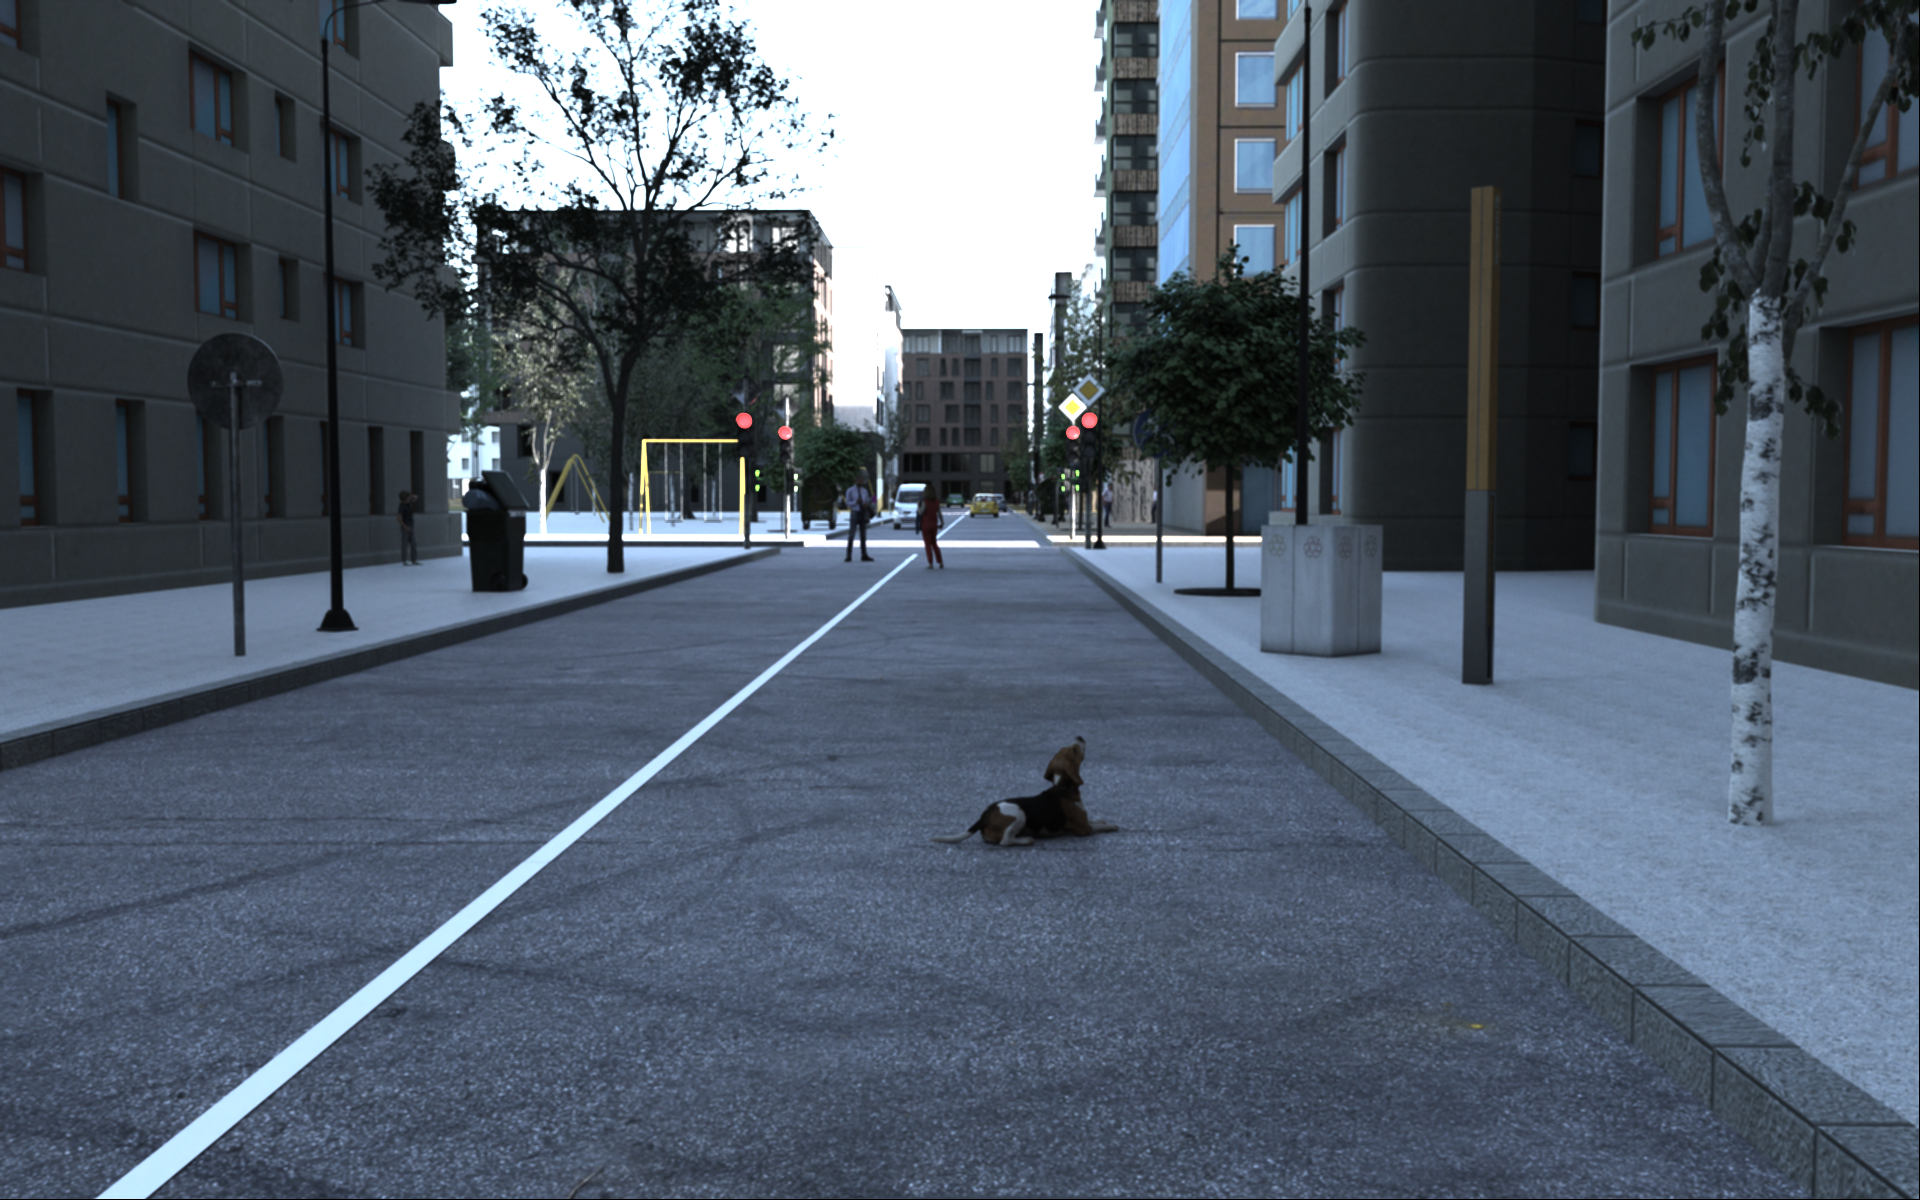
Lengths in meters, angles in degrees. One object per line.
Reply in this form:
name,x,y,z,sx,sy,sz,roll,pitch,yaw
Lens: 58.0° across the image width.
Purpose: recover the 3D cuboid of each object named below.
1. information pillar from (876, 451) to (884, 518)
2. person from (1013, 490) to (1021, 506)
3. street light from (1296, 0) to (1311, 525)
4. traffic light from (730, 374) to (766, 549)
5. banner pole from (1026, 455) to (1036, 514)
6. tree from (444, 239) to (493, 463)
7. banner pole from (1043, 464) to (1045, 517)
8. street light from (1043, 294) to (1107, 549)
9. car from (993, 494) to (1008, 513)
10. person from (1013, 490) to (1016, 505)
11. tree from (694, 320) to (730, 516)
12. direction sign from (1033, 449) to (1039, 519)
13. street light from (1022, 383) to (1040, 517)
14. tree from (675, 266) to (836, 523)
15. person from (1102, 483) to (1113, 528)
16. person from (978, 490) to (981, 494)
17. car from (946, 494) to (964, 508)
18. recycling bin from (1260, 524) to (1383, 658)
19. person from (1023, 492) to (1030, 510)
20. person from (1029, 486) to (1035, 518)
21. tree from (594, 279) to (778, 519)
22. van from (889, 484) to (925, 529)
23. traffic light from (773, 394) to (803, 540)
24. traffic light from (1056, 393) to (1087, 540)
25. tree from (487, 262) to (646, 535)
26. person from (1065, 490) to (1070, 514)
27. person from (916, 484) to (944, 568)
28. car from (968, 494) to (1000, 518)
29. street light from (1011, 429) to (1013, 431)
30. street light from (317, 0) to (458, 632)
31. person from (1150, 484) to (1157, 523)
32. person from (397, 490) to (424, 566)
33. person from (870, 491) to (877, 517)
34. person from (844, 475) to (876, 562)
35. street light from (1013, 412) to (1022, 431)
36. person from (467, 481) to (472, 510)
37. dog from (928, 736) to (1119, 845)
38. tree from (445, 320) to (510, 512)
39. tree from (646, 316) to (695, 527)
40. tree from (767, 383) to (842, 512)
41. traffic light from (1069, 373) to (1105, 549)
information pillar,-4.357,-6.311,94.532,0.183,3.616,0.504,-3,4,-38
person,6.186,-11.019,186.201,1.348,1.824,0.705,3,4,38
street light,2.456,-2.602,15.092,1.470,5.913,1.316,0,4,1
traffic light,-4.967,-3.152,40.452,0.839,4.253,0.868,0,4,1
banner pole,4.605,-7.432,111.528,0.863,3.779,0.401,3,5,44
tree,-23.529,-9.956,69.433,9.857,13.997,8.962,0,3,0
banner pole,4.735,-6.439,95.299,0.401,3.779,0.863,2,4,28
street light,2.719,-4.145,40.319,1.470,5.913,1.316,0,4,1
car,2.783,-7.548,135.419,2.014,1.417,4.499,0,4,1
person,6.442,-11.772,199.201,0.721,1.739,1.217,3,5,39
tree,-11.320,-7.190,67.922,4.360,8.622,3.978,0,3,0
direction sign,3.852,-5.838,87.445,0.379,3.537,0.876,1,4,18
street light,3.435,-6.112,72.464,1.470,5.913,1.316,0,4,1
tree,-9.211,-9.320,78.140,9.928,11.665,9.643,0,3,0
person,5.732,-3.643,66.550,0.756,1.711,0.436,-3,5,-43
person,1.738,-8.278,144.377,0.750,1.759,0.617,-1,4,-23
car,-0.467,-10.752,184.598,1.959,1.807,4.718,0,4,2
recycling bin,2.927,-0.090,14.031,0.722,1.027,0.722,-3,5,-42
person,5.151,-7.491,129.035,1.217,1.766,0.721,3,5,42
person,3.925,-5.370,94.559,0.376,1.734,0.841,0,4,6
tree,-14.010,-10.528,89.144,9.611,12.733,9.660,0,3,0
van,-1.895,-3.942,71.466,2.013,2.044,4.112,0,4,-1
traffic light,-4.826,-3.640,48.436,0.839,4.253,0.868,0,4,1
traffic light,3.115,-3.632,48.311,0.839,4.253,0.868,0,4,1
tree,-12.885,-6.341,54.034,4.360,8.622,3.978,0,3,0
person,6.989,-6.308,110.007,0.655,1.722,0.431,0,4,3
person,-0.577,-1.414,33.319,0.593,1.614,0.444,-1,4,-12
car,1.484,-5.914,106.910,2.015,1.641,3.980,0,4,-1
street light,4.312,-9.230,123.449,1.470,5.913,1.316,0,4,1
street light,-5.318,-2.665,16.107,1.470,5.913,1.316,0,4,1
person,8.567,-4.207,75.760,0.436,1.711,0.756,-1,4,-12
person,-9.869,-1.293,31.089,0.340,1.345,0.435,0,4,3
person,-4.909,-5.467,98.660,0.726,1.434,0.776,-1,4,-18
person,-2.103,-1.736,36.746,0.709,1.838,0.599,-2,4,-34
street light,3.867,-7.648,97.588,1.470,5.913,1.316,0,4,1
person,-12.269,-2.132,43.812,0.683,1.767,0.568,1,4,23
dog,0.273,0.790,7.272,0.748,0.427,0.550,1,4,13
tree,-27.876,-10.225,92.938,9.928,11.665,9.643,0,3,0
tree,-11.668,-6.779,61.200,4.360,8.622,3.978,0,3,0
tree,-9.753,-9.759,109.922,4.737,8.622,4.395,0,3,0
traffic light,2.973,-3.144,40.328,0.839,4.253,0.868,0,4,1
